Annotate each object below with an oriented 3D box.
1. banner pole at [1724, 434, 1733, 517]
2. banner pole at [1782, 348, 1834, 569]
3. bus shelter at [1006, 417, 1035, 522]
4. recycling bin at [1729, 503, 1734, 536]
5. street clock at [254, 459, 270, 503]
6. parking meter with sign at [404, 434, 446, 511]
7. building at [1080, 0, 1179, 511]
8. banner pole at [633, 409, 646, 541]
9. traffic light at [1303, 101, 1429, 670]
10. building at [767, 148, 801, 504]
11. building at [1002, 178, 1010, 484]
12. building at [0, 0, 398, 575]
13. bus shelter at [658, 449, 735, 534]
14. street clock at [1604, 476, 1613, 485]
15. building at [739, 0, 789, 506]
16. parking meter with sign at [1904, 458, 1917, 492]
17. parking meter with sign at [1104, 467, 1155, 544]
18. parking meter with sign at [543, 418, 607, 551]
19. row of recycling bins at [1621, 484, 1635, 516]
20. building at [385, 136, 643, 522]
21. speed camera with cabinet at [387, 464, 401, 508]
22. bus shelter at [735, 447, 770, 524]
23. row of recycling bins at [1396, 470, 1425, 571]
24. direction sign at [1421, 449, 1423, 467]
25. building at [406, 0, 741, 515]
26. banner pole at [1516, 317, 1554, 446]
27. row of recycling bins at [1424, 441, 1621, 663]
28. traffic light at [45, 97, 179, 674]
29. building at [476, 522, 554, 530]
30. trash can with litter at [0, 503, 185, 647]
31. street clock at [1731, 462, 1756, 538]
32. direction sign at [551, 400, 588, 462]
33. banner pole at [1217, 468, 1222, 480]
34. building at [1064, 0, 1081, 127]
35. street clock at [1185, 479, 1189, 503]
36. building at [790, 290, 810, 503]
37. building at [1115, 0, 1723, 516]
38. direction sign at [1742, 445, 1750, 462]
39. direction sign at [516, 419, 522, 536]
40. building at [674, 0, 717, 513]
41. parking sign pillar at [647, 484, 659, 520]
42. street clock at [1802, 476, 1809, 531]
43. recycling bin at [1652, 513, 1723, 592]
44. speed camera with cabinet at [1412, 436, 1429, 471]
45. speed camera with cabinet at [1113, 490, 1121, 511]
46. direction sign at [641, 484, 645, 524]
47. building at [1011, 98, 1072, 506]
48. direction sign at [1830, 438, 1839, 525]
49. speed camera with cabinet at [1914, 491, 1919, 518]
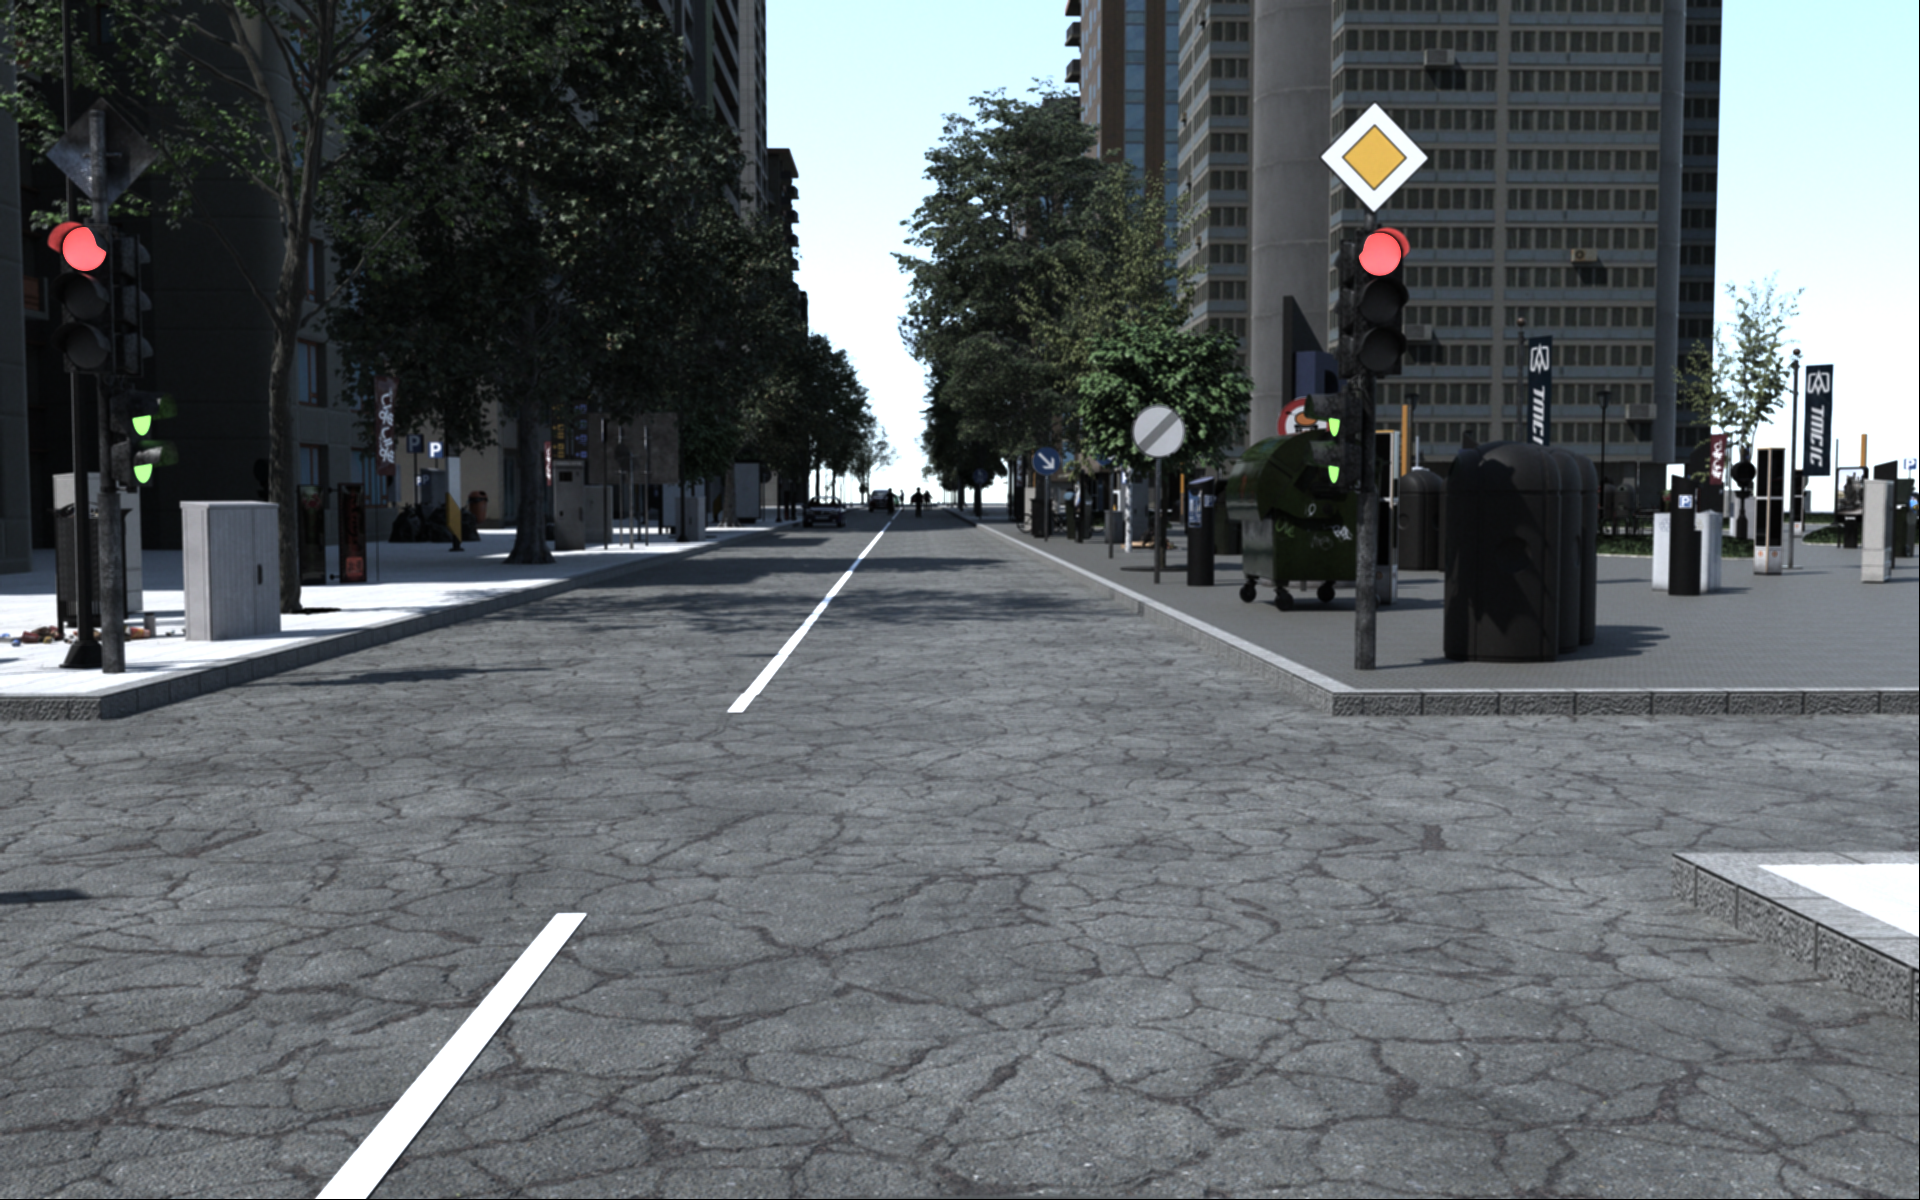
[{"bbox_3d":[31.670,-4.976,71.378,0.401,3.779,0.863,3,5,42],"label":"banner pole"},{"bbox_3d":[14.494,-2.423,29.631,0.401,3.779,0.863,-3,5,-39],"label":"banner pole"},{"bbox_3d":[3.199,-6.424,82.671,2.179,5.291,8.768,0,4,-1],"label":"bus shelter"},{"bbox_3d":[23.082,-2.342,50.842,0.722,1.027,0.722,3,5,43],"label":"recycling bin"},{"bbox_3d":[-14.228,-1.893,35.520,0.471,2.002,0.358,2,4,33],"label":"street clock"},{"bbox_3d":[-15.515,-3.354,51.102,0.543,3.016,1.738,1,4,21],"label":"parking meter with sign"},{"bbox_3d":[15.822,-28.688,119.166,14.600,45.320,14.200,0,4,-2],"label":"building"},{"bbox_3d":[-8.764,-3.505,47.331,0.401,3.779,0.863,0,4,-6],"label":"banner pole"},{"bbox_3d":[2.949,-1.447,12.576,0.839,4.253,0.868,0,4,-2],"label":"traffic light"},{"bbox_3d":[-31.298,-34.217,214.076,22.147,44.769,28.867,0,4,-2],"label":"building"},{"bbox_3d":[17.130,-35.357,232.710,22.147,44.769,28.867,0,4,-2],"label":"building"},{"bbox_3d":[-29.217,-11.513,33.278,27.650,21.520,28.899,0,4,-2],"label":"building"},{"bbox_3d":[-8.875,-3.885,57.451,2.014,3.302,5.546,0,4,-1],"label":"bus shelter"},{"bbox_3d":[26.601,-4.068,71.086,0.358,2.002,0.471,0,4,1],"label":"street clock"},{"bbox_3d":[-29.359,-45.884,188.454,20.563,71.187,20.611,0,4,-2],"label":"building"},{"bbox_3d":[45.829,-5.349,83.710,0.543,3.016,1.738,2,4,32],"label":"parking meter with sign"},{"bbox_3d":[4.523,-2.988,45.107,1.738,3.016,0.543,-3,5,-40],"label":"parking meter with sign"},{"bbox_3d":[-8.946,-2.648,39.554,1.738,3.016,0.543,-1,4,-15],"label":"parking meter with sign"},{"bbox_3d":[25.296,-3.782,68.947,1.069,1.692,3.534,-2,4,-33],"label":"row of recycling bins"},{"bbox_3d":[-28.091,-28.950,97.038,21.300,48.544,21.600,0,4,-2],"label":"building"},{"bbox_3d":[-17.347,-3.423,50.296,2.038,3.252,0.660,0,4,-2],"label":"speed camera with cabinet"},{"bbox_3d":[-9.457,-5.100,77.302,2.014,3.302,5.546,0,4,-2],"label":"bus shelter"},{"bbox_3d":[8.108,-1.333,28.912,1.069,1.692,3.534,-3,5,-42],"label":"row of recycling bins"},{"bbox_3d":[23.334,-5.842,87.510,0.379,3.537,0.876,1,4,15],"label":"direction sign"},{"bbox_3d":[-28.542,-31.139,132.819,21.300,48.544,21.600,0,4,-2],"label":"building"},{"bbox_3d":[8.040,-2.104,24.424,0.401,3.779,0.863,-1,4,-23],"label":"banner pole"},{"bbox_3d":[4.835,-0.463,14.676,1.069,1.692,3.534,2,4,25],"label":"row of recycling bins"},{"bbox_3d":[-6.059,-1.431,12.317,0.839,4.253,0.868,0,4,-2],"label":"traffic light"},{"bbox_3d":[-27.596,-27.378,71.338,21.300,48.544,21.600,0,4,-2],"label":"building"},{"bbox_3d":[-8.065,-0.262,15.338,2.233,1.210,1.678,0,3,0],"label":"trash can with litter"},{"bbox_3d":[17.504,-2.090,38.742,0.471,2.002,0.358,0,4,-7],"label":"street clock"},{"bbox_3d":[-9.379,-3.038,41.662,0.876,3.537,0.379,0,4,-3],"label":"direction sign"},{"bbox_3d":[11.285,-5.219,75.349,0.401,3.779,0.863,0,4,-5],"label":"banner pole"},{"bbox_3d":[19.954,-29.735,140.796,22.147,44.769,28.867,0,4,-2],"label":"building"},{"bbox_3d":[10.700,-4.704,81.478,0.471,2.002,0.358,1,4,19],"label":"street clock"},{"bbox_3d":[-28.058,-28.427,236.486,14.160,30.474,14.107,0,4,-2],"label":"building"},{"bbox_3d":[25.773,-24.993,100.523,32.217,40.220,23.993,0,4,-2],"label":"building"},{"bbox_3d":[36.171,-5.375,79.885,0.379,3.537,0.876,0,4,-3],"label":"direction sign"},{"bbox_3d":[-13.251,-3.688,52.303,0.379,3.537,0.876,-2,4,-26],"label":"direction sign"},{"bbox_3d":[-24.064,-26.407,115.347,14.154,41.232,14.086,0,4,-2],"label":"building"},{"bbox_3d":[-14.983,-5.975,86.166,1.447,3.967,1.447,1,4,20],"label":"parking sign pillar"},{"bbox_3d":[29.095,-3.383,59.878,0.471,2.002,0.358,-3,4,-38],"label":"street clock"},{"bbox_3d":[9.680,-0.642,23.047,0.722,1.027,0.722,3,4,36],"label":"recycling bin"},{"bbox_3d":[16.349,-3.967,59.192,2.038,3.252,0.660,2,4,24],"label":"speed camera with cabinet"},{"bbox_3d":[7.270,-4.980,75.756,0.660,3.252,2.038,-2,4,-24],"label":"speed camera with cabinet"},{"bbox_3d":[-13.377,-4.970,73.249,0.876,3.537,0.379,2,4,33],"label":"direction sign"},{"bbox_3d":[13.882,-33.444,196.925,14.600,45.320,14.200,0,4,-2],"label":"building"},{"bbox_3d":[35.718,-4.808,70.609,0.379,3.537,0.876,2,4,30],"label":"direction sign"},{"bbox_3d":[49.347,-5.712,87.733,2.038,3.252,0.660,1,4,21],"label":"speed camera with cabinet"}]
